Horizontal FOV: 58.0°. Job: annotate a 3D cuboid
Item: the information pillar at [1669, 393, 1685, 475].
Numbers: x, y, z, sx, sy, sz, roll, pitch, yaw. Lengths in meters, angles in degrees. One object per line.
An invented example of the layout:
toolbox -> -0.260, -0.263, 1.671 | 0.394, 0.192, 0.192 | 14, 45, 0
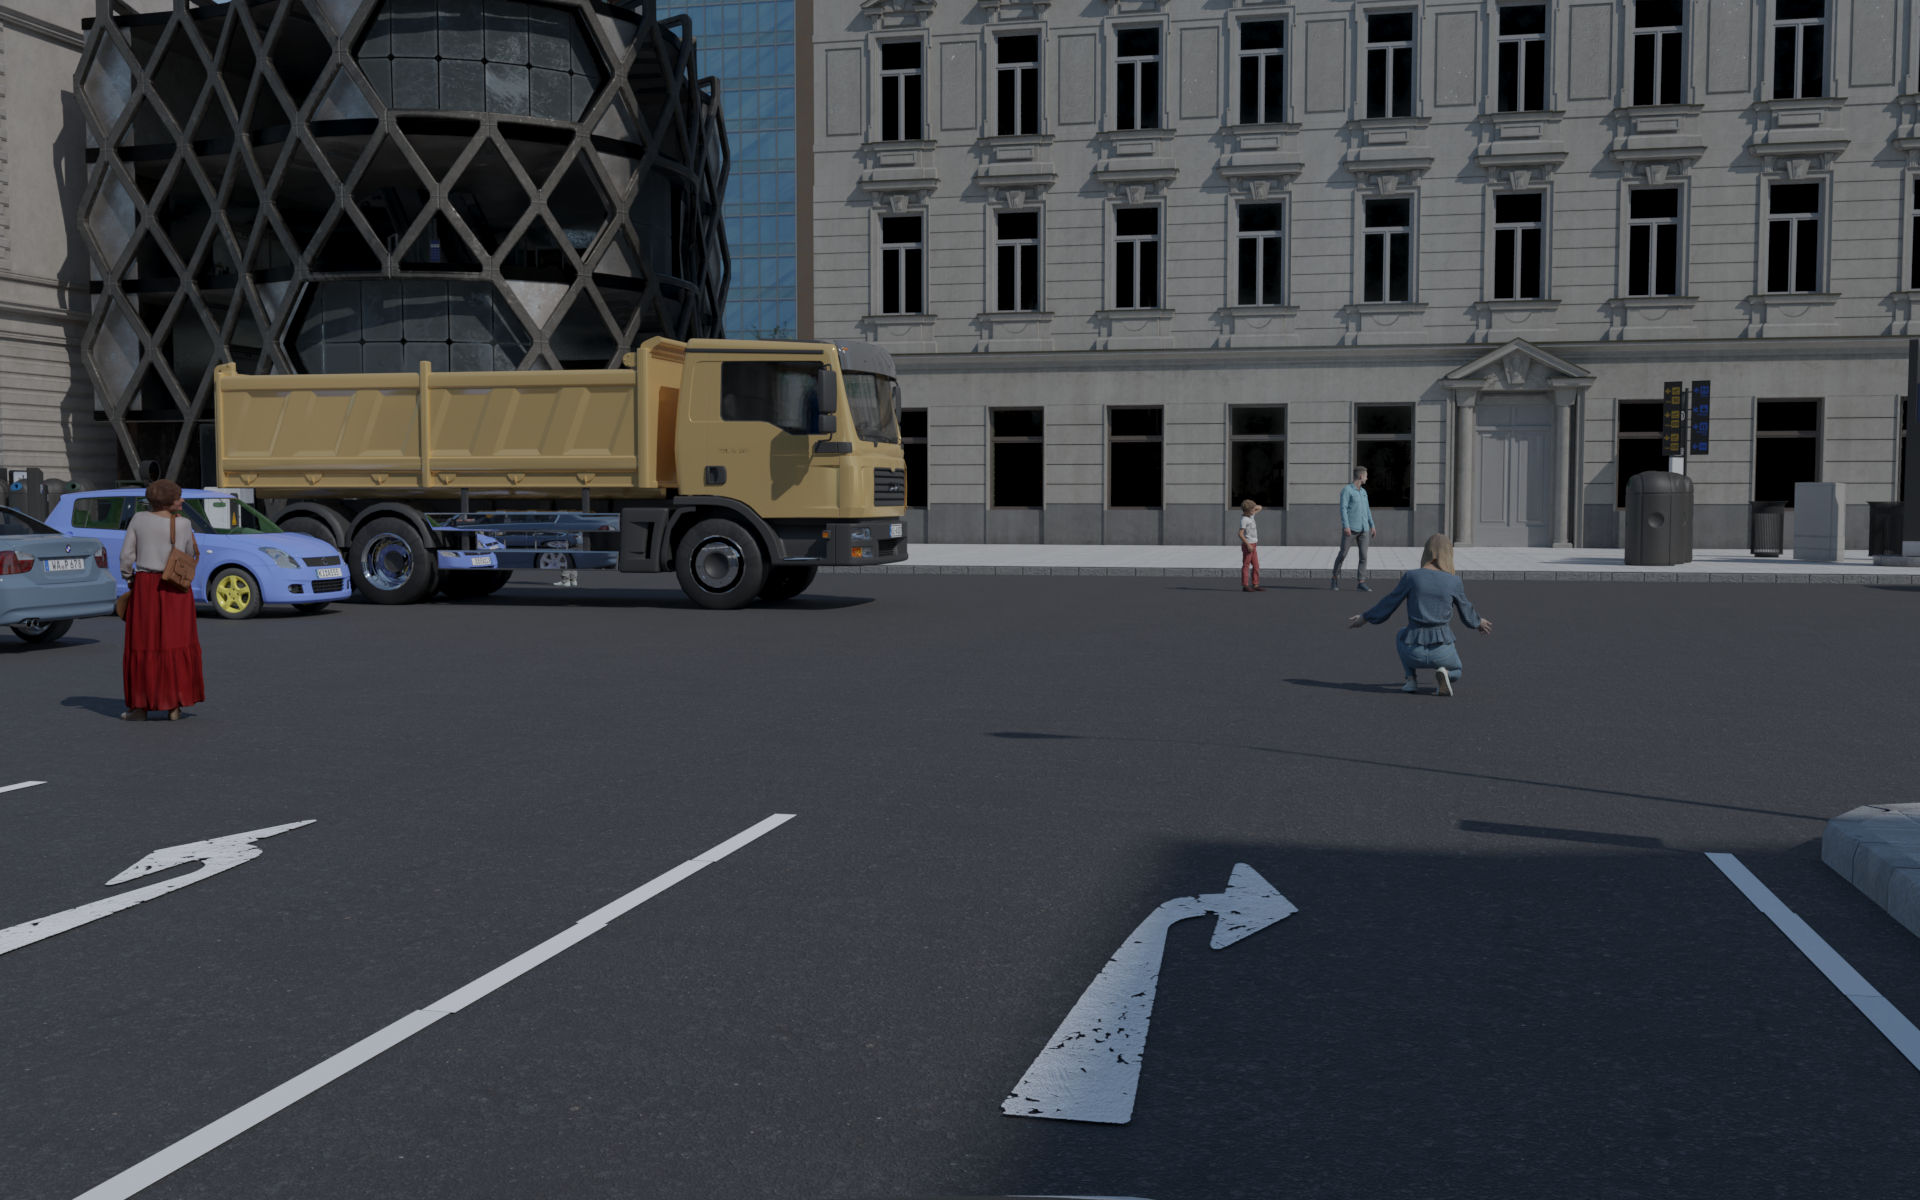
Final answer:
information pillar -> 16.352, -2.944, 39.492 | 0.504, 3.616, 0.183 | -2, 4, -35

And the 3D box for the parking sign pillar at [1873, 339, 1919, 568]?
parking sign pillar -> 17.071, -2.585, 30.733 | 1.447, 3.967, 1.447 | 2, 4, 33

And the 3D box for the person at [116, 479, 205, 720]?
person -> -5.090, -0.002, 10.995 | 0.523, 1.526, 0.387 | -1, 4, -9

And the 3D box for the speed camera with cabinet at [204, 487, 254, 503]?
speed camera with cabinet -> -18.008, -2.957, 42.678 | 0.660, 3.252, 2.038 | 0, 4, -5

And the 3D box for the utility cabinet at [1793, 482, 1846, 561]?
utility cabinet -> 16.374, -1.486, 32.983 | 0.318, 1.500, 1.173 | 0, 4, -6

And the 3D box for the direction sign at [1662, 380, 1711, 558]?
direction sign -> 14.539, -2.614, 34.733 | 0.876, 3.537, 0.379 | 3, 4, 36

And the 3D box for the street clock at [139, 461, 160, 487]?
street clock -> -17.569, -2.020, 37.597 | 0.358, 2.002, 0.471 | 0, 4, 5

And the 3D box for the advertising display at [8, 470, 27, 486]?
advertising display -> -25.325, -2.536, 46.682 | 0.123, 1.923, 0.974 | 0, 4, -4

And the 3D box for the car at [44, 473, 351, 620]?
car -> -9.185, -0.679, 20.698 | 3.694, 1.707, 1.945 | 1, 4, 11

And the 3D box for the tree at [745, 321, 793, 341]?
tree -> -8.167, -7.512, 73.191 | 4.737, 8.622, 4.395 | 0, 3, 0

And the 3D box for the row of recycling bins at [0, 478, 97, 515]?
row of recycling bins -> -24.021, -2.328, 45.169 | 3.534, 1.692, 1.069 | 1, 4, 16

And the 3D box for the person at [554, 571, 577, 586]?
person -> -6.187, -1.128, 27.067 | 0.434, 1.807, 0.598 | 3, 5, 44

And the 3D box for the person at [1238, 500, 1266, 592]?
person -> 4.292, -0.795, 25.412 | 0.340, 1.345, 0.435 | 2, 4, 24

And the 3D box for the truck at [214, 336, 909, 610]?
truck -> -4.790, -1.649, 22.888 | 9.791, 3.379, 3.469 | 1, 4, 12

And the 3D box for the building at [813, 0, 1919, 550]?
building -> 18.876, -16.556, 47.107 | 44.131, 29.872, 17.030 | 1, 4, 13

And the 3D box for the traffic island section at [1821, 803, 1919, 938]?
traffic island section -> 4.157, 1.013, 5.719 | 2.009, 0.180, 2.903 | 1, 4, 13

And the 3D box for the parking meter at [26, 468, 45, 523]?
parking meter -> -20.525, -2.004, 38.480 | 0.255, 1.863, 0.399 | -1, 4, -12

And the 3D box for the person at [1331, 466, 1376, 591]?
person -> 5.845, -1.060, 25.699 | 0.638, 1.841, 0.748 | -1, 4, -21

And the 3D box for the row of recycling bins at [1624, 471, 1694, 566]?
row of recycling bins -> 13.081, -1.538, 32.255 | 1.069, 1.692, 3.534 | 2, 4, 28

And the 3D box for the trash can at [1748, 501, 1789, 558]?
trash can -> 16.371, -1.435, 35.120 | 0.748, 1.137, 0.748 | 0, 3, 0

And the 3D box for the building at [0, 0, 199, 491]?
building -> -35.759, -13.921, 56.484 | 19.941, 23.489, 11.050 | 1, 4, 13

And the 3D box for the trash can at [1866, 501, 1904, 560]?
trash can -> 18.080, -1.354, 33.796 | 0.748, 1.137, 0.748 | 0, 3, 0

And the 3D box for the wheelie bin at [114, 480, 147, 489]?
wheelie bin -> -19.145, -1.969, 40.094 | 0.980, 1.594, 0.693 | -1, 4, -15

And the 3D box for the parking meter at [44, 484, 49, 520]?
parking meter -> -23.348, -2.175, 43.977 | 0.372, 1.533, 0.369 | 0, 3, 0

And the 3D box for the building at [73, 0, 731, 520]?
building -> -16.311, -11.492, 55.343 | 16.811, 18.784, 16.820 | 1, 4, 13

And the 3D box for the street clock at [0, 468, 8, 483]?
street clock -> -26.537, -2.660, 48.059 | 0.358, 2.002, 0.471 | -2, 4, -29

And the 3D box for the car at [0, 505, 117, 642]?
car -> -10.302, -0.263, 16.296 | 4.499, 1.417, 2.014 | 1, 4, 11

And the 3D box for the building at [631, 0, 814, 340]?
building -> -13.059, -28.177, 110.800 | 14.600, 45.320, 14.200 | 1, 4, 13

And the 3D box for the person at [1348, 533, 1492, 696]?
person -> 3.319, 0.088, 12.560 | 1.012, 1.151, 0.738 | 1, 4, 19
